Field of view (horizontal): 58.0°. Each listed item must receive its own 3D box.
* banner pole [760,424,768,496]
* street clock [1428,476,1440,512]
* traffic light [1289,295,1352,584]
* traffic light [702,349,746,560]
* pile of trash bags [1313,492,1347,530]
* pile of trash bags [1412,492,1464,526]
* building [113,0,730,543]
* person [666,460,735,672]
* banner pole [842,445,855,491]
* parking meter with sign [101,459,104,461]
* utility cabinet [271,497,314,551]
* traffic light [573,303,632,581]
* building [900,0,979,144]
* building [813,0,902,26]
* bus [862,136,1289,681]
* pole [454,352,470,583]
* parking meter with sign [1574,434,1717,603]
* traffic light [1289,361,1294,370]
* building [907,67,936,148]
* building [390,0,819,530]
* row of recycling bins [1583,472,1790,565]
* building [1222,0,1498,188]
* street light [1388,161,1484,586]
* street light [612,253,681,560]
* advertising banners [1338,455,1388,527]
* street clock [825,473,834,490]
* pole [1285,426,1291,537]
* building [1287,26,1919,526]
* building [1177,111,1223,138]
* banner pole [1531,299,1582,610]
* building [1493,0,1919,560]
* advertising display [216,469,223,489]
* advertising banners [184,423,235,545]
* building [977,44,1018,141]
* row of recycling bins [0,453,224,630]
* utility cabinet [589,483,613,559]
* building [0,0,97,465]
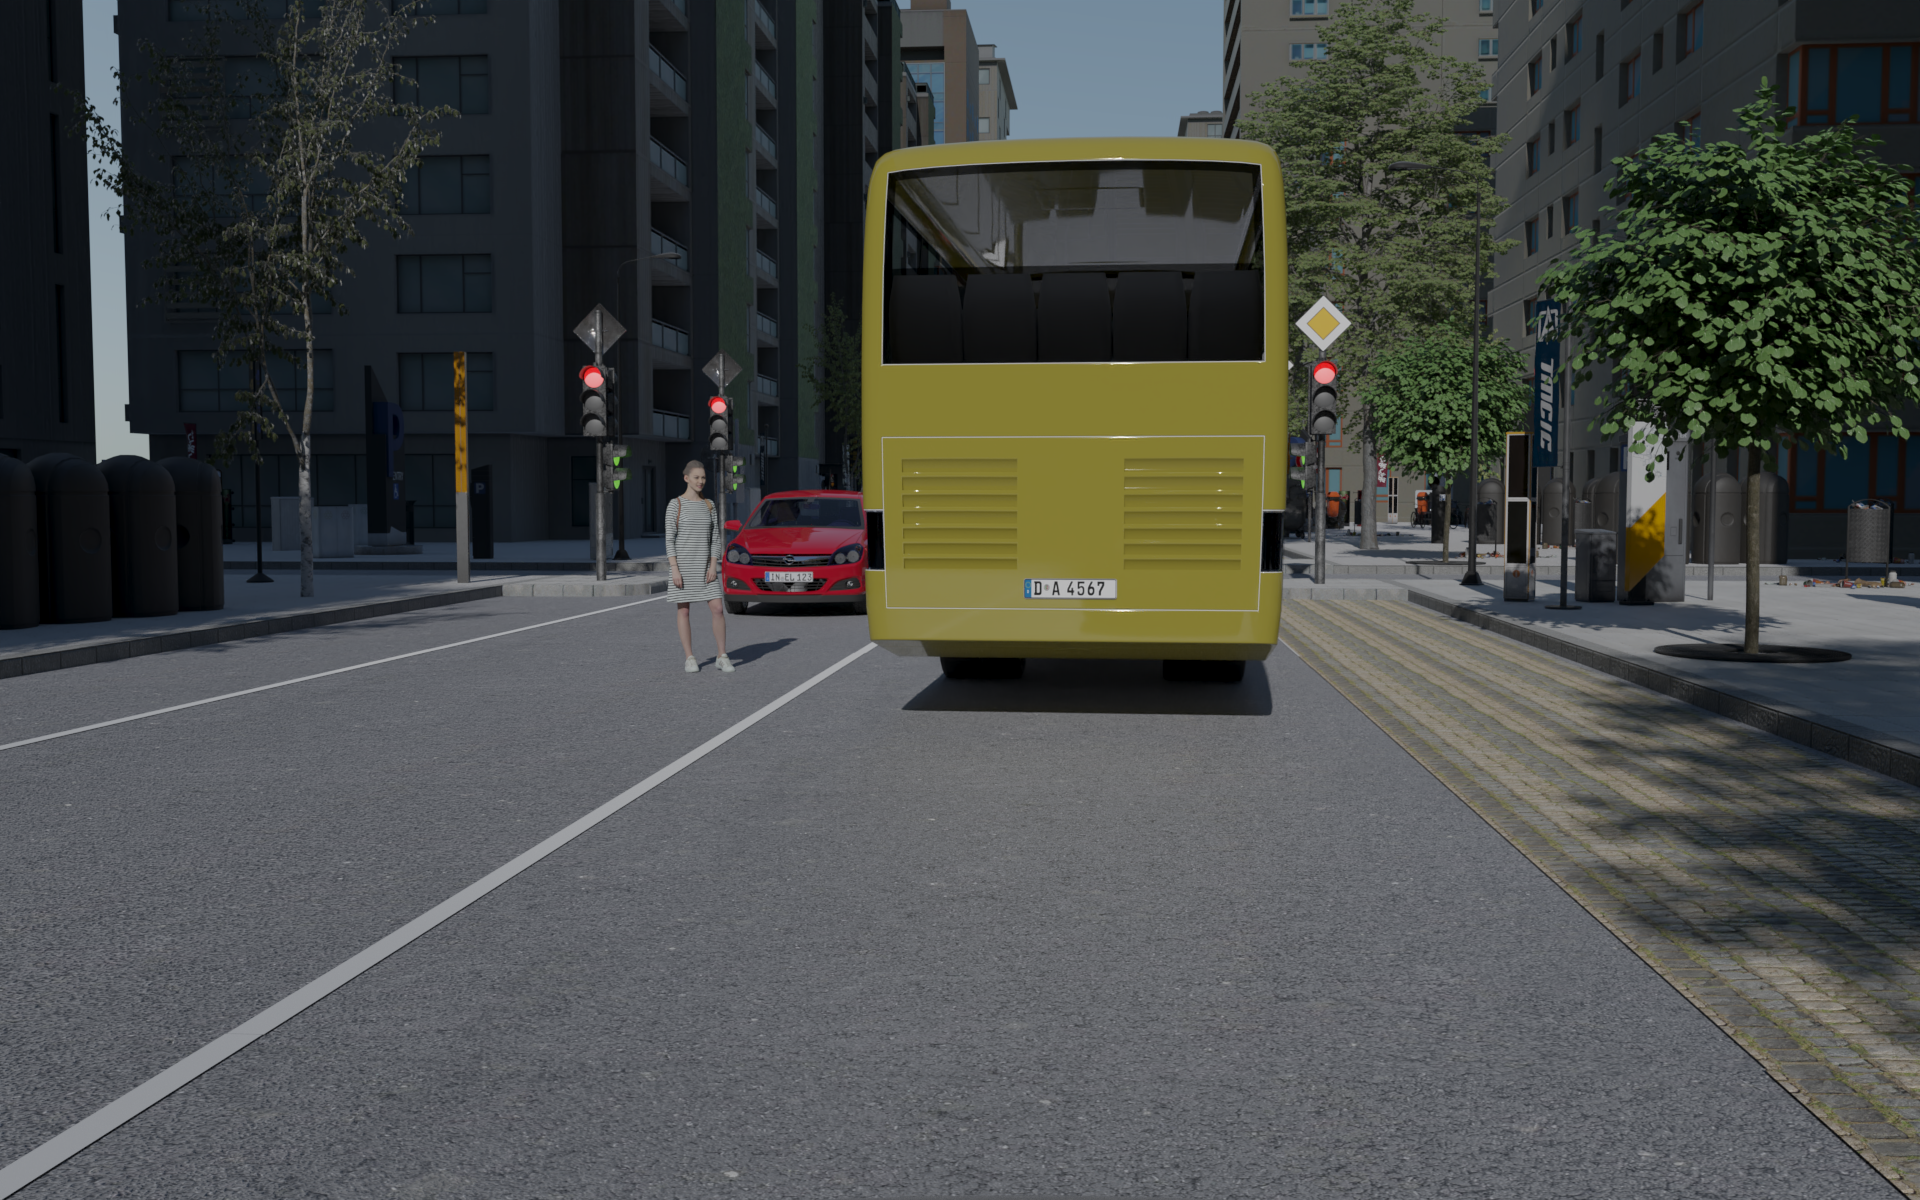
[{"bbox_3d":[-7.013,-4.406,62.051,0.401,3.779,0.863,-2,4,-28],"label":"banner pole"},{"bbox_3d":[18.985,-3.966,69.410,0.471,2.002,0.358,1,4,20],"label":"street clock"},{"bbox_3d":[5.123,-2.185,24.643,0.839,4.253,0.868,0,4,5],"label":"traffic light"},{"bbox_3d":[-4.584,-2.727,33.511,0.839,4.253,0.868,0,4,5],"label":"traffic light"},{"bbox_3d":[13.297,-3.300,63.715,1.912,1.369,3.447,0,4,-6],"label":"pile of trash bags"},{"bbox_3d":[19.673,-3.800,71.875,1.912,1.369,3.447,2,4,33],"label":"pile of trash bags"},{"bbox_3d":[-14.488,-22.459,50.802,14.154,41.232,14.086,0,4,5],"label":"building"},{"bbox_3d":[-2.141,-0.274,13.992,0.512,1.701,0.522,-2,4,-32],"label":"person"},{"bbox_3d":[-4.904,-5.330,77.166,0.863,3.779,0.401,-3,4,-39],"label":"banner pole"},{"bbox_3d":[-43.862,-5.586,87.586,1.738,3.016,0.543,1,4,13],"label":"parking meter with sign"},{"bbox_3d":[-15.195,-1.732,39.484,0.306,1.237,1.020,2,4,25],"label":"utility cabinet"},{"bbox_3d":[-5.298,-2.241,25.558,0.839,4.253,0.868,0,4,5],"label":"traffic light"},{"bbox_3d":[-5.704,-31.139,159.232,14.600,45.320,14.200,0,4,5],"label":"building"},{"bbox_3d":[-10.936,-19.779,95.089,14.160,30.474,14.107,0,4,5],"label":"building"},{"bbox_3d":[1.371,-1.509,16.213,2.896,3.916,12.252,0,4,7],"label":"bus"},{"bbox_3d":[-7.170,-1.902,24.937,0.158,3.312,0.155,0,3,0],"label":"pole"},{"bbox_3d":[8.242,-1.491,20.647,1.738,3.016,0.543,-1,4,-11],"label":"parking meter with sign"},{"bbox_3d":[5.837,-2.671,32.596,0.839,4.253,0.868,0,4,5],"label":"traffic light"},{"bbox_3d":[-9.331,-21.111,116.865,14.160,30.474,14.107,0,4,5],"label":"building"},{"bbox_3d":[-14.142,-23.811,72.903,14.154,41.232,14.086,0,4,5],"label":"building"},{"bbox_3d":[13.478,-1.515,31.875,3.534,1.692,1.069,0,4,-2],"label":"row of recycling bins"},{"bbox_3d":[30.905,-30.914,129.143,21.300,48.544,21.600,0,4,5],"label":"building"},{"bbox_3d":[6.683,-3.167,24.317,1.470,5.913,1.316,0,4,5],"label":"street light"},{"bbox_3d":[-6.055,-3.730,33.533,1.470,5.913,1.316,0,4,5],"label":"street light"},{"bbox_3d":[15.905,-4.413,68.346,2.074,3.025,0.090,1,4,22],"label":"advertising banners"},{"bbox_3d":[-4.563,-3.427,60.602,0.358,2.002,0.471,1,4,12],"label":"street clock"},{"bbox_3d":[9.690,-3.522,51.425,0.158,3.312,0.155,0,3,0],"label":"pole"},{"bbox_3d":[31.516,-15.070,91.439,27.650,21.520,28.899,0,4,5],"label":"building"},{"bbox_3d":[43.734,-39.468,234.540,28.713,52.752,27.495,0,4,5],"label":"building"},{"bbox_3d":[6.685,-1.802,19.480,0.401,3.779,0.863,-1,4,-16],"label":"banner pole"},{"bbox_3d":[31.759,-12.283,45.868,28.899,21.520,27.650,0,4,5],"label":"building"},{"bbox_3d":[-19.602,-2.422,44.818,0.974,1.923,0.123,-2,4,-27],"label":"advertising display"},{"bbox_3d":[-18.821,-2.889,43.424,0.090,3.025,2.074,1,4,8],"label":"advertising banners"},{"bbox_3d":[-8.042,-37.939,209.533,28.713,52.752,27.495,0,4,5],"label":"building"},{"bbox_3d":[-8.918,-0.657,17.859,1.069,1.692,3.534,1,4,15],"label":"row of recycling bins"},{"bbox_3d":[-7.046,-1.554,34.085,0.318,1.500,1.173,0,4,-4],"label":"utility cabinet"},{"bbox_3d":[-34.256,-16.828,46.847,14.107,30.474,14.160,0,4,5],"label":"building"}]
